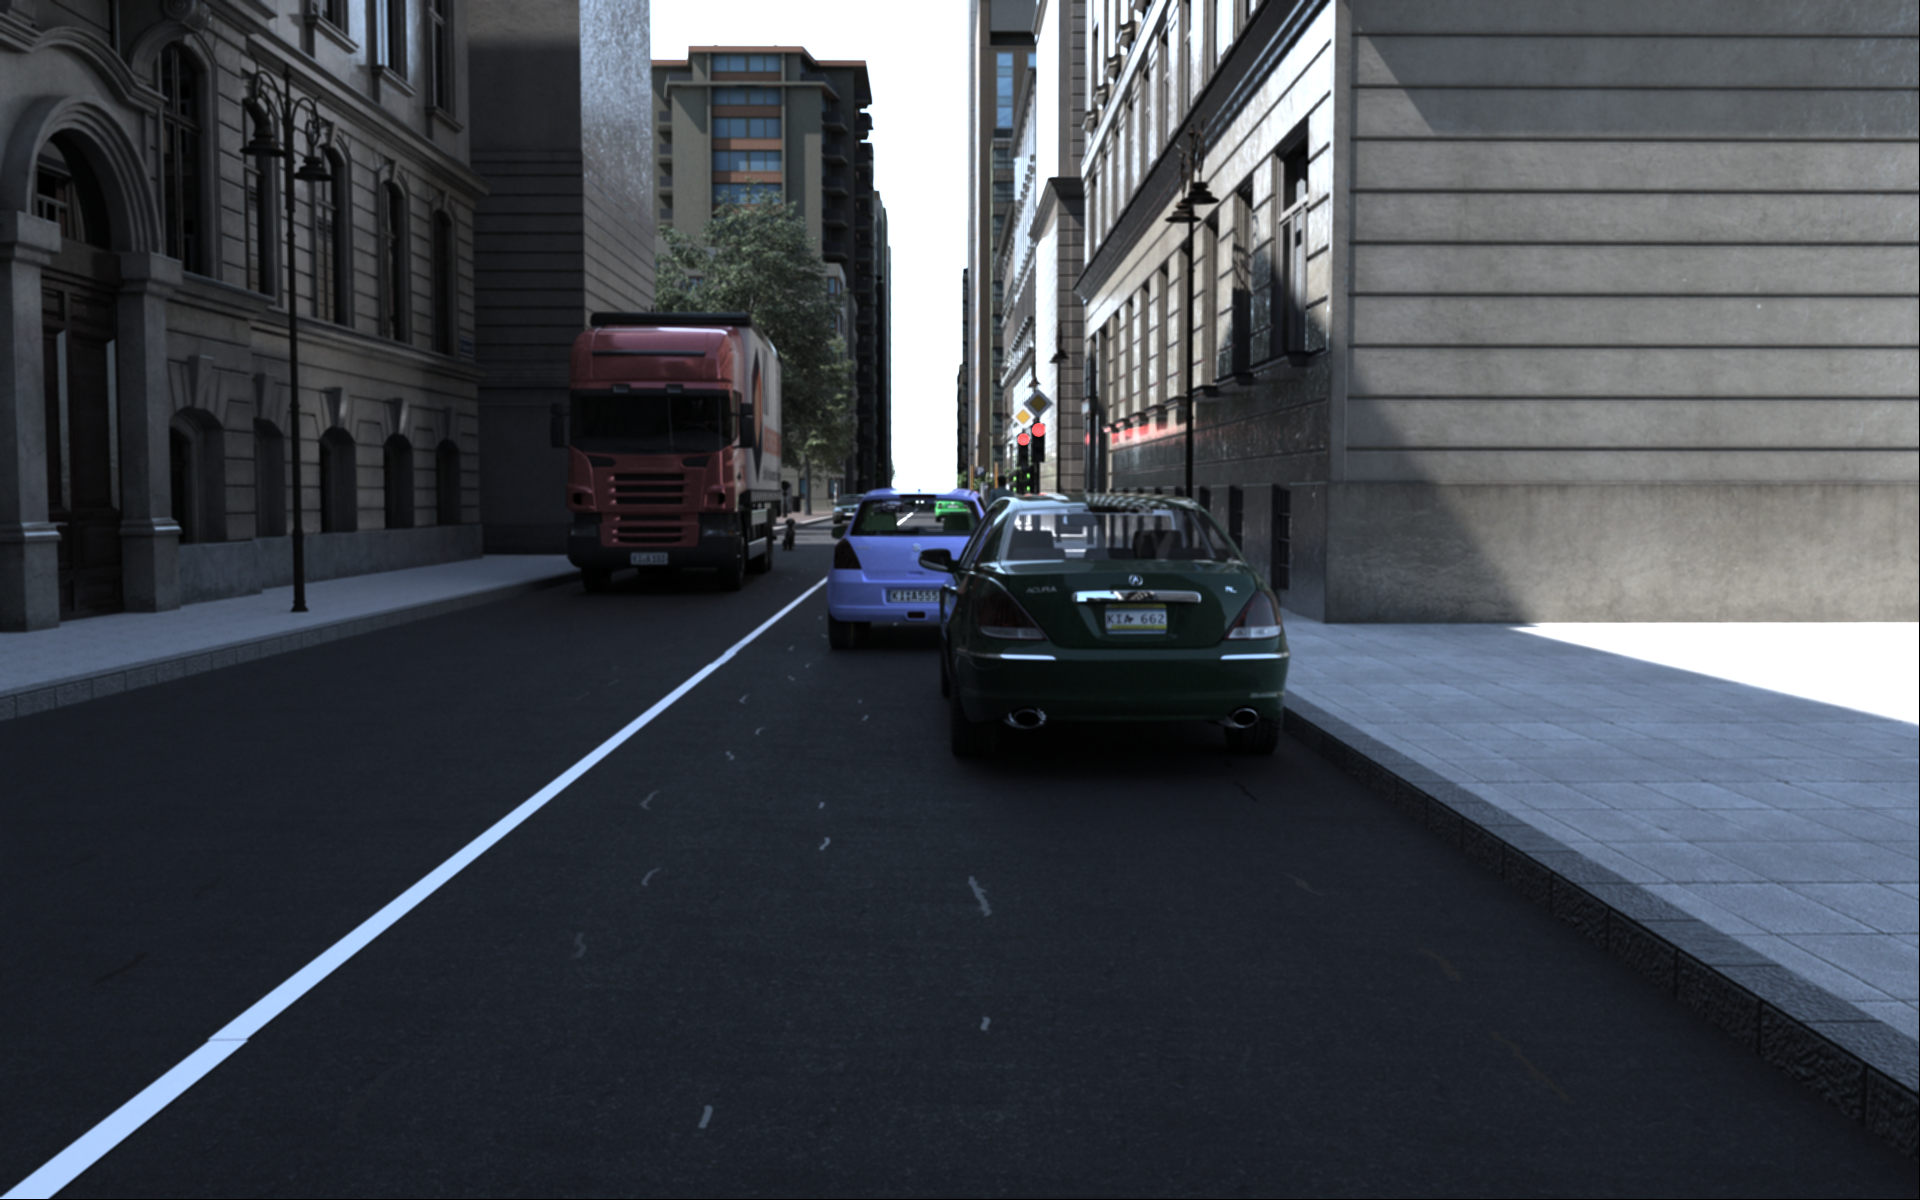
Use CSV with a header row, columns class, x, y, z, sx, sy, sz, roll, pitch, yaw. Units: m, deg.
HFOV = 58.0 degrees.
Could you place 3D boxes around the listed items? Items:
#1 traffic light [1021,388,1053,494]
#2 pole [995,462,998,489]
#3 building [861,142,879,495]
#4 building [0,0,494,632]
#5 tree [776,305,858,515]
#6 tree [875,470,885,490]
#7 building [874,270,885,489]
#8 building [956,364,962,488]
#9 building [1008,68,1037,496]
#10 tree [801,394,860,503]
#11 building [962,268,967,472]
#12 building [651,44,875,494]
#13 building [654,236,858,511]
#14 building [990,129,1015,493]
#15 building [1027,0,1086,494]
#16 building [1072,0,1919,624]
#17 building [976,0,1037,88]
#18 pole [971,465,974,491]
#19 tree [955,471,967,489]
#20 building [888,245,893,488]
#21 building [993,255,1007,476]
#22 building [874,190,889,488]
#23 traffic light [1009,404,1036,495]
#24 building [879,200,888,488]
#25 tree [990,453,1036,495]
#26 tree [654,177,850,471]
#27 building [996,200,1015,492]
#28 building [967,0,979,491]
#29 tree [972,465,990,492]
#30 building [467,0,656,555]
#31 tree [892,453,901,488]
class,x,y,z,sx,sy,sz,roll,pitch,yaw
traffic light,2.062,-3.504,46.215,0.839,4.253,0.868,0,4,-1
pole,2.349,-7.207,111.673,0.158,3.312,0.155,0,3,0
building,-16.859,-31.299,195.335,14.154,41.232,14.086,0,4,-1
building,-14.455,-12.096,16.862,14.460,24.649,34.723,0,4,-1
tree,-9.471,-11.376,104.121,7.486,12.596,7.792,0,3,0
tree,-10.578,-13.645,206.816,4.285,4.588,4.351,0,3,0
building,-16.816,-27.401,219.701,14.160,30.474,14.107,0,4,-1
building,13.472,-24.403,244.021,27.650,21.520,28.899,0,4,-1
building,7.484,-14.106,79.786,9.793,20.994,18.267,0,4,-1
tree,-8.660,-10.325,119.182,4.360,8.622,3.978,0,3,0
building,7.200,-27.518,221.619,14.160,30.474,14.107,0,4,-1
building,-19.815,-31.665,172.349,22.147,44.769,28.867,0,4,-1
building,-23.001,-18.292,144.107,27.650,21.520,28.899,0,4,-1
building,9.415,-22.533,140.108,14.160,30.474,14.107,0,4,-1
building,15.043,-16.062,59.877,25.104,27.353,12.463,0,4,-1
building,10.675,-12.075,30.714,16.112,22.955,30.059,0,4,-1
building,8.438,-30.824,154.088,14.600,45.320,14.200,0,4,-1
pole,0.874,-7.920,123.338,0.158,3.312,0.155,0,3,0
tree,0.947,-14.005,212.687,4.285,4.588,4.351,0,3,0
building,-18.041,-36.277,276.717,14.154,41.232,14.086,0,4,-1
building,8.413,-17.279,118.675,11.583,22.565,21.152,0,4,-1
building,-17.826,-37.431,262.103,14.600,45.320,14.200,0,4,-1
traffic light,1.956,-3.993,54.200,0.839,4.253,0.868,0,4,-1
building,-17.473,-33.660,233.940,14.154,41.232,14.086,0,4,-1
tree,2.417,-4.544,68.894,1.663,3.219,1.824,0,3,0
tree,-9.111,-10.085,71.542,9.857,13.997,8.962,0,3,0
building,7.621,-14.310,98.588,10.561,19.102,19.286,0,4,-1
building,11.195,-38.788,176.190,21.231,58.520,28.212,0,4,-1
tree,1.527,-7.385,115.342,1.663,3.219,1.824,0,3,0
building,-16.785,-11.705,40.529,18.267,20.994,9.793,0,4,-1
tree,-11.601,-20.720,289.140,4.737,8.622,4.395,0,3,0
